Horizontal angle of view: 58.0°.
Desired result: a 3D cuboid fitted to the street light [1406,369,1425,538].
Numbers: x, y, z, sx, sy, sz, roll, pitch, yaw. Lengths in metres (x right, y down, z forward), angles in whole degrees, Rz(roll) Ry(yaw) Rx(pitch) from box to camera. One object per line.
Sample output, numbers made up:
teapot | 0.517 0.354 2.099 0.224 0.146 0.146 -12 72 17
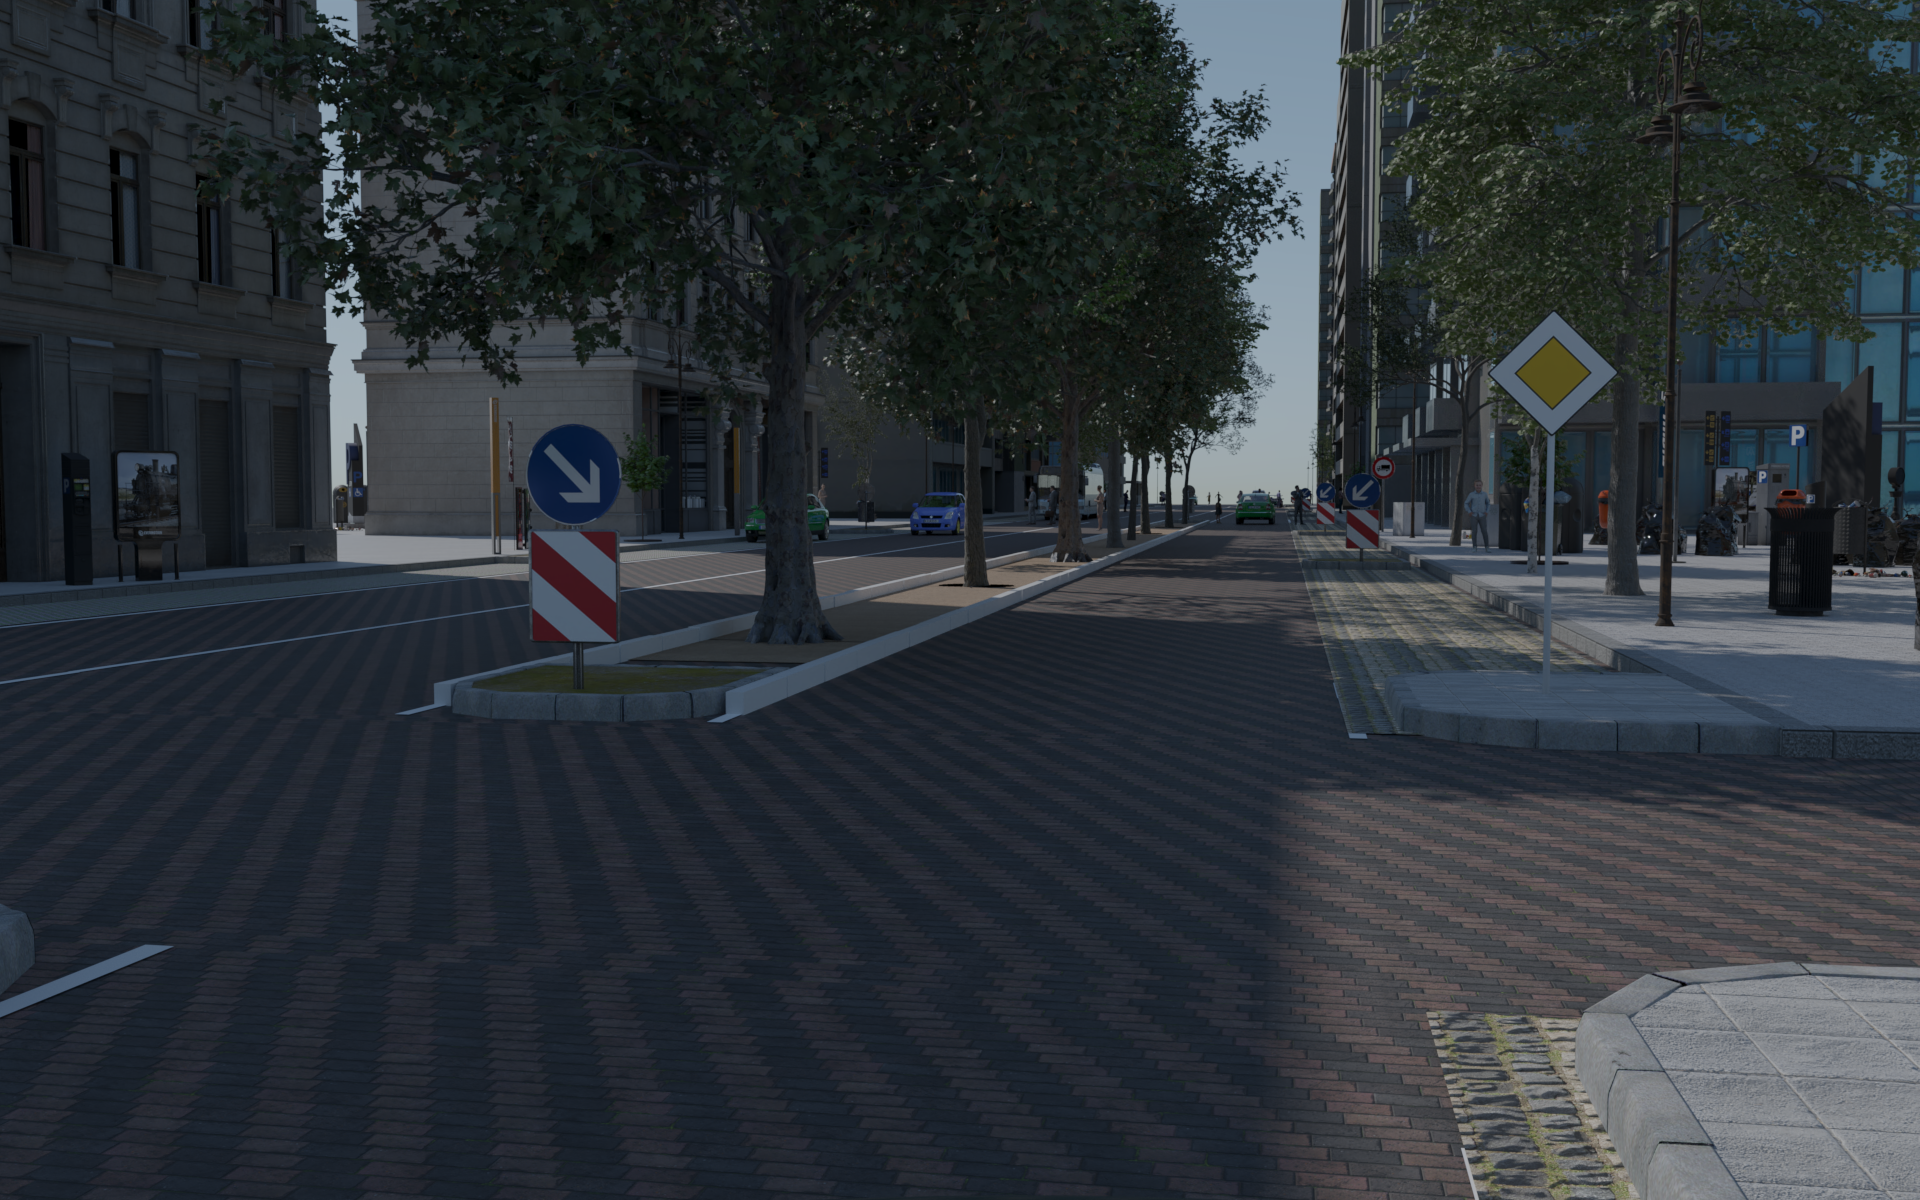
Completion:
street light | 13.209 -4.747 50.398 0.468 5.910 1.993 1 4 10

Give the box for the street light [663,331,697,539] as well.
street light | -7.943 -4.675 49.231 0.468 5.910 1.993 1 4 10

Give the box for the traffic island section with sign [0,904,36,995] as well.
traffic island section with sign | -3.755 0.215 4.621 2.006 1.907 1.989 1 4 10

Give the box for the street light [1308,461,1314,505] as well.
street light | 42.132 -14.317 206.863 0.468 5.910 1.993 1 4 10

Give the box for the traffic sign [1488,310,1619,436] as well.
traffic sign | 3.776 -0.540 11.025 0.795 2.593 0.064 1 4 10

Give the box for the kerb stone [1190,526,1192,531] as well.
kerb stone | 8.548 -2.628 65.190 0.120 0.150 1.000 1 4 10

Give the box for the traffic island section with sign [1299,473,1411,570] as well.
traffic island section with sign | 7.624 -1.518 33.443 1.989 1.847 2.006 1 4 10

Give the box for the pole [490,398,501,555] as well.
pole | -9.844 -2.621 36.697 0.158 3.312 0.155 0 3 0

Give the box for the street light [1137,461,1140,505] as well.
street light | 21.211 -14.301 206.609 0.468 5.910 1.993 1 4 10

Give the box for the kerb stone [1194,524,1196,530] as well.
kerb stone | 9.094 -2.814 68.212 0.120 0.150 1.000 1 4 10

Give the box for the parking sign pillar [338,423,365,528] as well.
parking sign pillar | -22.809 -4.700 65.319 1.447 3.967 1.447 -2 4 -27

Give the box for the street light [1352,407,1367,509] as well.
street light | 19.456 -6.812 84.165 0.468 5.910 1.993 1 4 10

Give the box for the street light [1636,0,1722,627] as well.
street light | 6.848 -2.683 16.653 0.468 5.910 1.993 1 4 10

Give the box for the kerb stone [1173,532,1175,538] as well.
kerb stone | 6.667 -2.011 55.078 0.120 0.150 1.000 1 4 10

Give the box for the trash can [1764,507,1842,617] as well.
trash can | 8.891 -0.407 18.310 0.748 1.137 0.748 0 3 0

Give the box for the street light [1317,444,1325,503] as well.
street light | 33.214 -11.379 158.841 0.468 5.910 1.993 1 4 10

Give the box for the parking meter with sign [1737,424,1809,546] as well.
parking meter with sign | 20.294 -2.877 43.302 1.738 3.016 0.543 -1 4 -19

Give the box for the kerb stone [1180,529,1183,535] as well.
kerb stone | 7.421 -2.258 59.116 0.120 0.150 1.000 1 4 10

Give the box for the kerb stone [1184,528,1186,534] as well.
kerb stone | 7.790 -2.382 61.149 0.120 0.150 1.000 1 4 10

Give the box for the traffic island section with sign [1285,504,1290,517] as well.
traffic island section with sign | 21.717 -6.173 109.550 1.989 1.847 2.006 1 4 10

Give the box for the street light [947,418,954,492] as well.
street light | -0.358 -7.159 89.845 0.468 5.910 1.993 1 4 10

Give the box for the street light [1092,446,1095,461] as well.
street light | 12.139 -11.290 157.377 0.468 5.910 1.993 1 4 10

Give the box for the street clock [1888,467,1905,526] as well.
street clock | 25.359 -2.592 46.947 0.471 2.002 0.358 -2 4 -32

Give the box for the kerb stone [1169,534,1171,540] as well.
kerb stone | 6.293 -1.887 53.067 0.120 0.150 1.000 1 4 10

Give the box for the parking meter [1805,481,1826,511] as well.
parking meter | 16.543 -1.536 33.527 0.372 1.533 0.369 0 3 0

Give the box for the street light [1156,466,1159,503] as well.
street light | 27.455 -16.389 240.745 0.468 5.910 1.993 1 4 10

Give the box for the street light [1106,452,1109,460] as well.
street light | 14.876 -12.218 172.551 0.468 5.910 1.993 1 4 10

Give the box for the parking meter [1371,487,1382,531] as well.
parking meter | 14.636 -3.209 60.886 0.372 1.533 0.369 0 3 0

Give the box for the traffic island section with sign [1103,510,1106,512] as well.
traffic island section with sign | 10.669 -7.971 138.950 1.989 1.847 2.006 1 4 10

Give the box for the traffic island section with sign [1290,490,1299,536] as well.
traffic island section with sign | 12.526 -3.139 59.950 1.989 1.847 2.006 1 4 10

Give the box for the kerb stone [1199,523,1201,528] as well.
kerb stone | 9.849 -3.062 72.255 0.120 0.150 1.000 1 4 10

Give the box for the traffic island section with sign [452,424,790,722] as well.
traffic island section with sign | -2.396 -0.230 11.903 2.006 1.907 1.989 1 4 10

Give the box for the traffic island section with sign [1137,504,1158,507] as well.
traffic island section with sign | 20.674 -11.273 192.940 1.989 1.847 2.006 1 4 10

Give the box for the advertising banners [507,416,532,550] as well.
advertising banners | -10.138 -2.668 39.818 0.090 3.025 2.074 0 4 0

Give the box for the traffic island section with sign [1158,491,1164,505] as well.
traffic island section with sign | 25.659 -12.917 219.819 1.989 1.847 2.006 1 4 10

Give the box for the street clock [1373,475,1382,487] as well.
street clock | 15.486 -3.655 64.332 0.471 2.002 0.358 -2 4 -26

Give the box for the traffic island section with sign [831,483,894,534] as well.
traffic island section with sign | -3.467 -3.306 62.676 1.989 1.847 2.006 1 4 10

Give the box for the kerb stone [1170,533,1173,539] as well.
kerb stone | 6.484 -1.950 54.071 0.120 0.150 1.000 1 4 10

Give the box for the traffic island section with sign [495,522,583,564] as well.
traffic island section with sign | -8.374 -1.685 36.170 1.989 1.847 2.006 1 4 10

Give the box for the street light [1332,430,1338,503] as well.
street light | 26.980 -9.306 124.944 0.468 5.910 1.993 1 4 10

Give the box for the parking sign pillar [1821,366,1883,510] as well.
parking sign pillar | 19.091 -2.975 37.106 1.447 3.967 1.447 -1 4 -13

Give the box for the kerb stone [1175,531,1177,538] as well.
kerb stone | 6.856 -2.073 56.091 0.120 0.150 1.000 1 4 10

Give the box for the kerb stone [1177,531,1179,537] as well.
kerb stone | 7.043 -2.135 57.096 0.120 0.150 1.000 1 4 10

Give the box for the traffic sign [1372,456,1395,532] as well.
traffic sign | 14.355 -3.586 58.743 0.768 2.556 0.104 1 4 19

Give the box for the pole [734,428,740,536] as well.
pole | -6.867 -3.639 53.344 0.158 3.312 0.155 0 3 0

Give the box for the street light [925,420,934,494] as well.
street light | -1.622 -6.776 83.570 0.468 5.910 1.993 1 4 10

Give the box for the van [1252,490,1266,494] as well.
van | 30.698 -10.445 177.784 2.013 2.044 4.112 1 4 12

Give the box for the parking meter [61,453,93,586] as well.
parking meter | -12.414 -1.140 24.358 0.399 1.863 0.255 3 5 41

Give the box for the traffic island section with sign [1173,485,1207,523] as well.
traffic island section with sign | 11.283 -4.750 85.791 2.006 1.907 1.989 1 4 10

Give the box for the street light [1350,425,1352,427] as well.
street light | 20.616 -7.202 90.535 0.468 5.910 1.993 1 4 10

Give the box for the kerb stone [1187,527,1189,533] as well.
kerb stone | 8.162 -2.504 63.175 0.120 0.150 1.000 1 4 10

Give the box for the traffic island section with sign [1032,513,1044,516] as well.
traffic island section with sign | 5.759 -6.350 112.444 1.989 1.847 2.006 1 4 10
